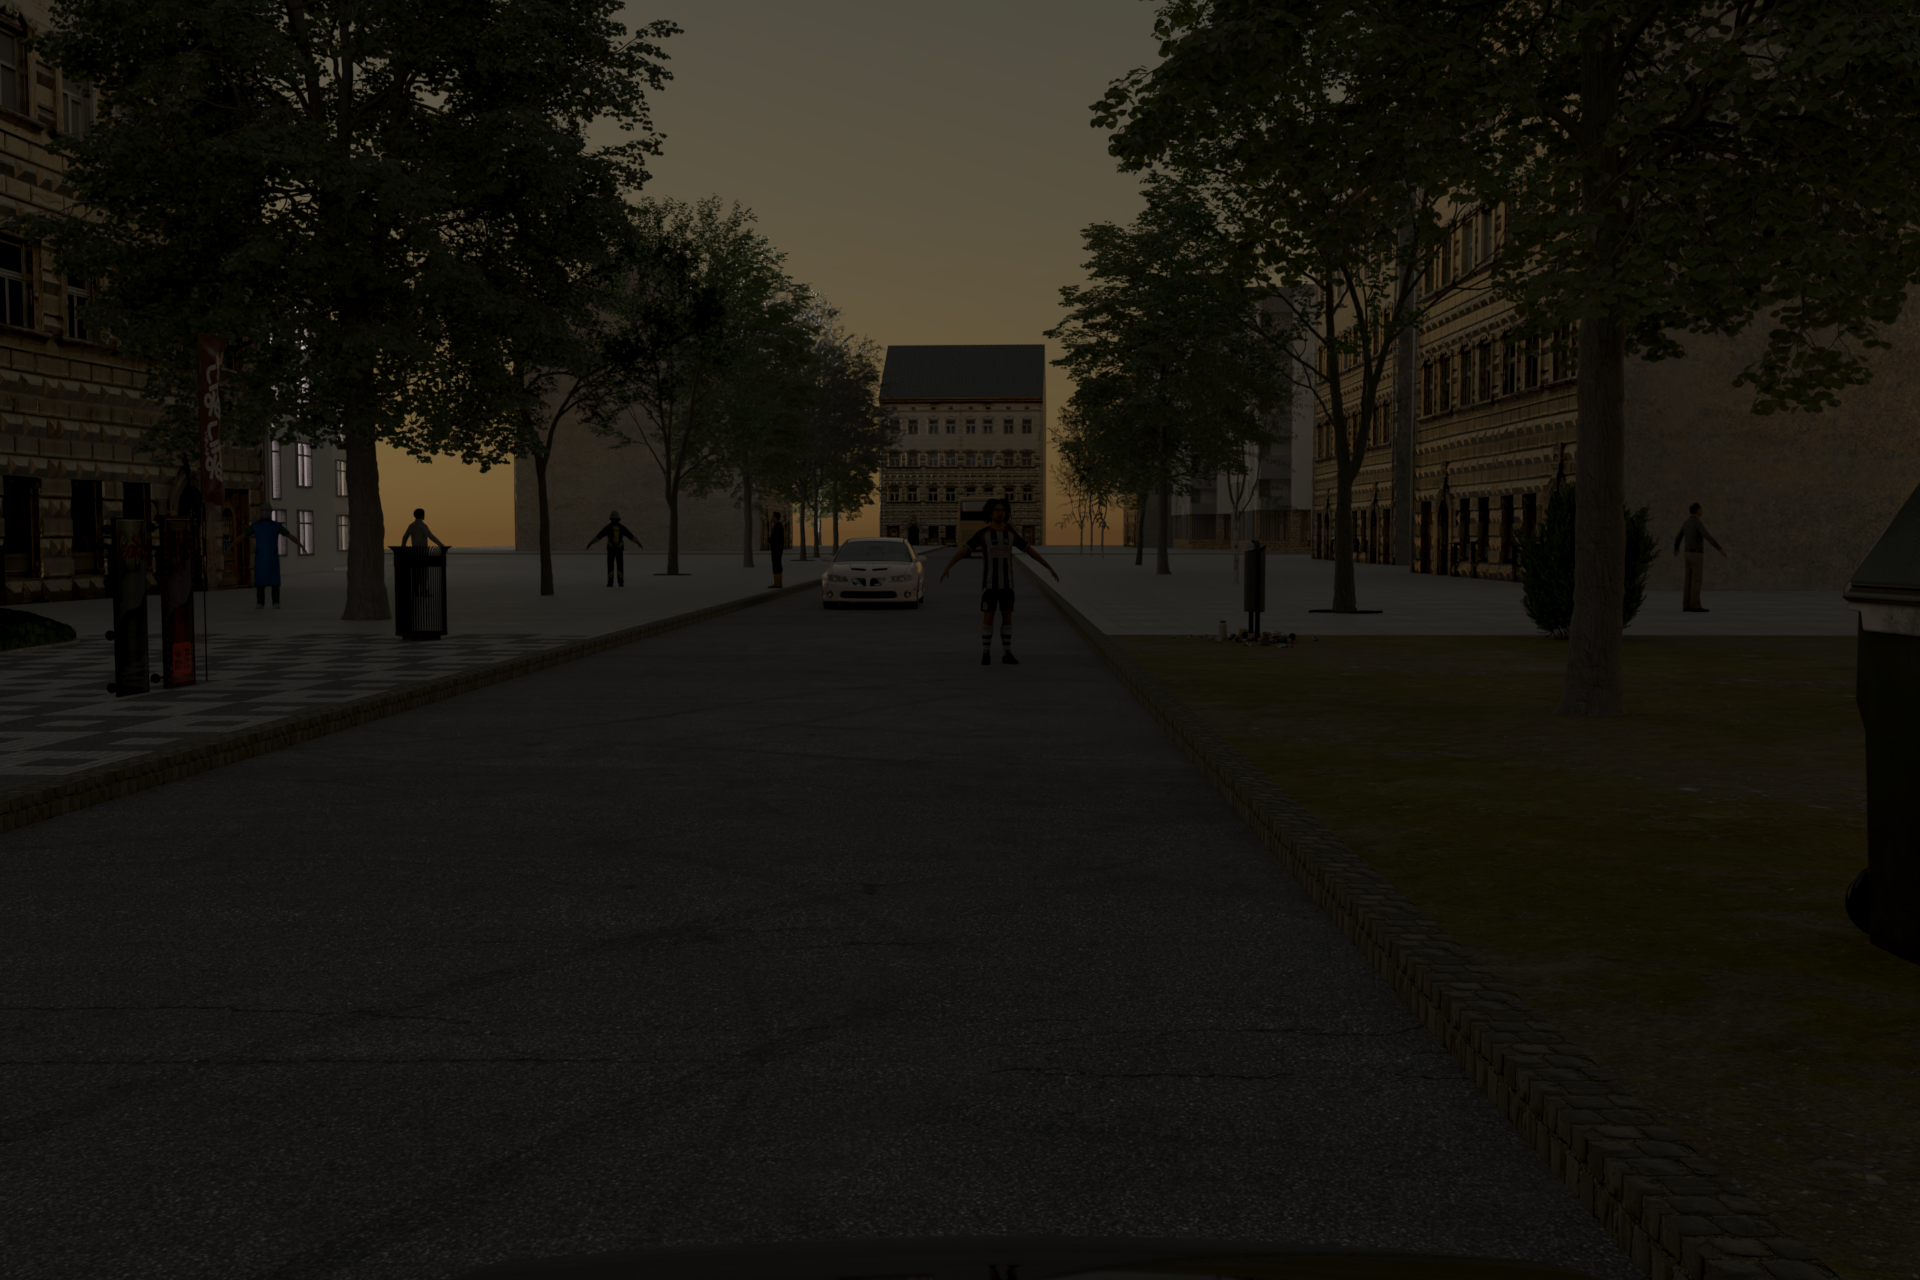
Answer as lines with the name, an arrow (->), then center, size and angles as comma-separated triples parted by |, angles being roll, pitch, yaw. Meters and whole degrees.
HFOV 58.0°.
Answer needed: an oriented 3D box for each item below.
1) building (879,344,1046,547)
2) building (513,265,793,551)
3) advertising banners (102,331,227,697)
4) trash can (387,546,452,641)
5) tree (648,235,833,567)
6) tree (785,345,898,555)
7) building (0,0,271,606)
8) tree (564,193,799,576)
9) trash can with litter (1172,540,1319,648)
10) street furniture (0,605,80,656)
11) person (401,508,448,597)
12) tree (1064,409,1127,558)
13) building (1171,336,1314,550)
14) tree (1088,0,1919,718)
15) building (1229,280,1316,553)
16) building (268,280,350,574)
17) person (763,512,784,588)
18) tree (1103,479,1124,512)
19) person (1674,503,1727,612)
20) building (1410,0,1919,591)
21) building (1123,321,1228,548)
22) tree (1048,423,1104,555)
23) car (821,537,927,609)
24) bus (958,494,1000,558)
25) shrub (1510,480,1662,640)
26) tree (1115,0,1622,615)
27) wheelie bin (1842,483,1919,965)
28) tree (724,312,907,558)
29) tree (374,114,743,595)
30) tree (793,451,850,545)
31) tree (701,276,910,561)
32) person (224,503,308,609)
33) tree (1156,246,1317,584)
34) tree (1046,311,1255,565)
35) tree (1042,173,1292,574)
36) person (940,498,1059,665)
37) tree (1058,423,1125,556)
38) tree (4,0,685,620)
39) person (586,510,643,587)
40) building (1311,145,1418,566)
building -> 0.723, -22.410, 199.790 | 18.063, 23.208, 19.493 | 0, 4, 4
building -> -23.813, -18.781, 137.997 | 19.493, 23.208, 18.063 | 0, 4, 2
advertising banners -> -6.578, -1.118, 14.475 | 0.090, 3.025, 2.074 | 0, 4, 3
trash can -> -6.523, -0.569, 20.950 | 0.748, 1.137, 0.748 | 0, 3, 0
tree -> -8.388, -9.046, 66.033 | 7.486, 12.596, 7.792 | 0, 3, 0
tree -> -7.595, -11.378, 104.153 | 7.486, 12.596, 7.792 | 0, 3, 0
building -> -26.165, -12.317, 32.304 | 19.493, 23.208, 18.063 | 0, 4, 2
tree -> -8.849, -7.799, 53.262 | 9.928, 11.665, 9.643 | 0, 3, 0
trash can with litter -> 3.449, -0.581, 20.550 | 1.678, 1.210, 2.233 | 0, 4, 1
street furniture -> -11.434, -0.028, 16.079 | 5.734, 0.657, 10.072 | -1, 4, -18
person -> -10.989, -1.783, 35.333 | 1.347, 1.806, 0.705 | 2, 4, 33
tree -> 7.565, -8.649, 91.767 | 4.360, 8.622, 3.978 | 0, 3, 0
building -> 24.160, -18.240, 154.636 | 16.016, 20.090, 11.380 | 0, 4, 1
tree -> 4.466, -5.766, 12.402 | 7.486, 12.596, 7.792 | 0, 3, 0
building -> 25.457, -16.701, 129.484 | 16.016, 20.090, 11.380 | 0, 4, 1
building -> -25.957, -7.173, 59.430 | 9.099, 9.664, 28.070 | 0, 3, 0
person -> -4.371, -2.134, 41.031 | 0.704, 1.812, 1.346 | 1, 4, 9
tree -> 20.477, -17.701, 199.778 | 12.009, 13.543, 11.850 | 0, 3, 0
person -> 12.113, -1.360, 28.512 | 0.705, 1.796, 1.348 | -1, 4, -11
building -> 23.951, -13.223, 47.132 | 19.493, 23.208, 18.063 | 0, 4, 1
building -> 25.928, -20.653, 168.598 | 19.493, 23.208, 18.063 | 0, 4, 1
tree -> 7.350, -9.424, 104.443 | 4.360, 8.622, 3.978 | 0, 3, 0
car -> -1.693, -1.372, 34.786 | 2.083, 1.381, 4.827 | 0, 4, 1
bus -> 1.276, -7.034, 106.549 | 2.896, 3.916, 12.252 | 0, 4, 1
shrub -> 7.602, -1.041, 21.063 | 1.661, 2.075, 1.752 | 0, 3, 0
tree -> 6.387, -6.248, 27.910 | 9.928, 11.665, 9.643 | 0, 3, 0
wheelie bin -> 3.118, 0.166, 5.199 | 0.693, 1.594, 0.980 | 0, 3, 0
tree -> -7.952, -11.231, 93.998 | 12.009, 13.543, 11.850 | 0, 3, 0
tree -> -8.633, -6.236, 36.370 | 8.767, 10.594, 7.601 | 0, 4, 1
tree -> -15.572, -17.087, 197.495 | 7.486, 12.596, 7.792 | 0, 3, 0
tree -> -7.538, -10.518, 82.335 | 12.009, 13.543, 11.850 | 0, 3, 0
person -> -11.934, -1.449, 29.822 | 1.347, 1.817, 0.704 | -1, 4, -16
tree -> 7.120, -5.745, 44.288 | 4.360, 8.622, 3.978 | 0, 3, 0
tree -> 7.492, -8.336, 70.710 | 8.767, 10.594, 7.601 | -2, 4, -26
tree -> 6.476, -8.338, 54.451 | 7.486, 12.596, 7.792 | 0, 3, 0
person -> 0.421, -0.641, 19.083 | 1.345, 1.843, 0.704 | -1, 4, -13
tree -> 7.800, -9.112, 99.344 | 4.737, 8.622, 4.395 | 0, 3, 0
tree -> -8.927, -7.271, 25.540 | 9.857, 13.997, 8.962 | 0, 3, 0
person -> -8.383, -2.221, 42.090 | 1.354, 1.856, 0.705 | -1, 4, -17
building -> 26.979, -15.134, 78.362 | 19.493, 23.208, 18.063 | 0, 4, 1
